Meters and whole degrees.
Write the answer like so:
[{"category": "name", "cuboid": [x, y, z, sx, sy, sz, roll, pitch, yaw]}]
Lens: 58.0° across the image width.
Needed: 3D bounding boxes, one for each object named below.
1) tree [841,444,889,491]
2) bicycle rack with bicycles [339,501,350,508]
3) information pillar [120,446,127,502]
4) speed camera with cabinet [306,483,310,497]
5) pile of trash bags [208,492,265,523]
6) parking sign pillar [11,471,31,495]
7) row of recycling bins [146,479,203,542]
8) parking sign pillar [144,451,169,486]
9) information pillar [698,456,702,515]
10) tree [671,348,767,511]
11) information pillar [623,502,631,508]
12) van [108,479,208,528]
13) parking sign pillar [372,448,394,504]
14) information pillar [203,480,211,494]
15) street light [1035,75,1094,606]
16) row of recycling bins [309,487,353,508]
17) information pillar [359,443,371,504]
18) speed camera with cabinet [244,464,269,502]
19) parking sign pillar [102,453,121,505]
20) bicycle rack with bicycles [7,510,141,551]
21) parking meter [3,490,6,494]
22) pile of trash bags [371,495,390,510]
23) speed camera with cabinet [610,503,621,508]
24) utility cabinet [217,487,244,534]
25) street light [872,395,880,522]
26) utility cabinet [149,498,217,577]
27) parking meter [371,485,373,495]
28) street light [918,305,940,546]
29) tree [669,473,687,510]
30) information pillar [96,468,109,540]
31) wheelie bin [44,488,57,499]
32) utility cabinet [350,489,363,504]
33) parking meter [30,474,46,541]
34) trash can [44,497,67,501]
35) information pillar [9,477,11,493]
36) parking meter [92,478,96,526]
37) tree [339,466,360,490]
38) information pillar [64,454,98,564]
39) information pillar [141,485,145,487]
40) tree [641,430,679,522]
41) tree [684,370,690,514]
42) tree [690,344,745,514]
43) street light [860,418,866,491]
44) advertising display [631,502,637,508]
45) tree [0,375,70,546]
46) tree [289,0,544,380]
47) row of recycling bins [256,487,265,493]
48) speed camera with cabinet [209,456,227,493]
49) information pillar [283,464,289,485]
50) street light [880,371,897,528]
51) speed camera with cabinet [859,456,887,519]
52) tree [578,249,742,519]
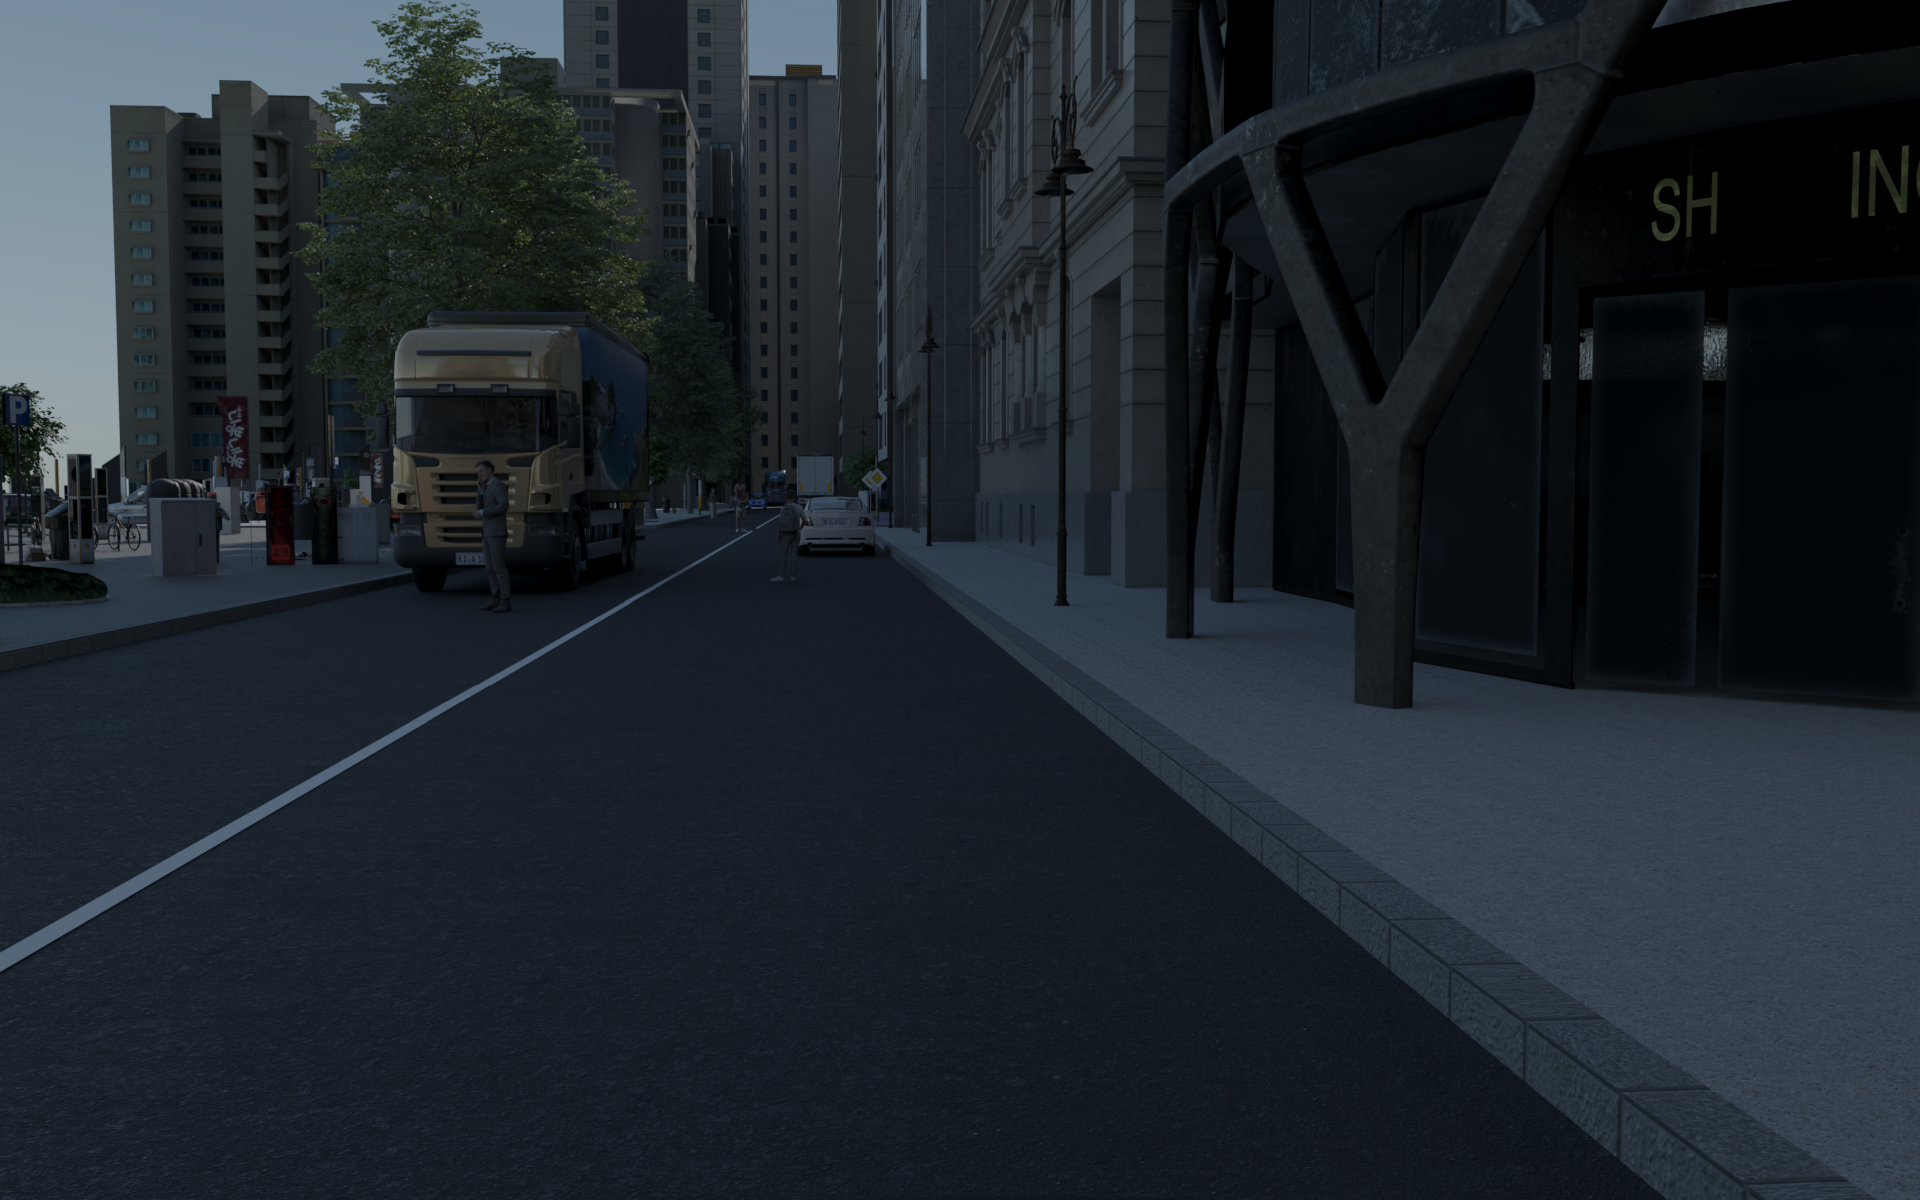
[{"category": "tree", "cuboid": [-6.176, -7.960, 113.859, 4.285, 4.588, 4.351, 0, 3, 0]}, {"category": "bicycle rack with bicycles", "cuboid": [-31.067, -4.372, 84.857, 2.852, 0.926, 2.925, -1, 4, -16]}, {"category": "information pillar", "cuboid": [-40.839, -5.703, 84.597, 0.504, 3.616, 0.183, 3, 5, 40]}, {"category": "speed camera with cabinet", "cuboid": [-50.249, -8.583, 134.661, 0.660, 3.252, 2.038, 0, 4, -1]}, {"category": "pile of trash bags", "cuboid": [-34.595, -4.522, 83.680, 3.447, 1.369, 1.912, -3, 4, -36]}, {"category": "parking sign pillar", "cuboid": [-71.211, -8.739, 131.358, 1.447, 3.967, 1.447, -1, 4, -21]}, {"category": "row of recycling bins", "cuboid": [-21.697, -2.502, 48.020, 1.069, 1.692, 3.534, -1, 4, -12]}, {"category": "parking sign pillar", "cuboid": [-49.862, -7.280, 107.503, 1.447, 3.967, 1.447, -1, 4, -8]}, {"category": "information pillar", "cuboid": [-15.895, -7.004, 105.877, 0.183, 3.616, 0.504, -1, 4, -19]}, {"category": "tree", "cuboid": [-19.448, -13.092, 131.059, 9.611, 12.733, 9.660, 0, 3, 0]}, {"category": "information pillar", "cuboid": [-14.727, -5.212, 76.575, 0.183, 3.616, 0.504, 2, 4, 23]}, {"category": "van", "cuboid": [-31.615, -3.716, 67.764, 4.112, 2.044, 2.013, 0, 4, -6]}, {"category": "parking sign pillar", "cuboid": [-32.306, -6.661, 97.382, 1.447, 3.967, 1.447, 0, 4, -3]}, {"category": "information pillar", "cuboid": [-39.685, -5.309, 91.292, 0.304, 2.012, 0.304, -3, 5, -44]}, {"category": "street light", "cuboid": [1.169, -2.871, 19.722, 0.468, 5.910, 1.993, 0, 4, -5]}, {"category": "row of recycling bins", "cuboid": [-36.853, -5.792, 101.814, 3.534, 1.692, 1.069, 2, 4, 29]}, {"category": "information pillar", "cuboid": [-27.233, -5.381, 79.340, 0.504, 3.616, 0.183, -1, 4, -14]}, {"category": "speed camera with cabinet", "cuboid": [-46.669, -7.367, 114.791, 0.660, 3.252, 2.038, 1, 4, 16]}, {"category": "parking sign pillar", "cuboid": [-53.845, -7.446, 110.218, 1.447, 3.967, 1.447, 0, 4, -3]}, {"category": "bicycle rack with bicycles", "cuboid": [-20.228, -1.581, 39.228, 2.852, 0.926, 2.925, -3, 5, -44]}, {"category": "parking meter", "cuboid": [-62.846, -6.442, 113.742, 0.372, 1.533, 0.369, 0, 3, 0]}, {"category": "pile of trash bags", "cuboid": [-30.384, -4.946, 90.623, 3.447, 1.369, 1.912, 3, 4, 36]}, {"category": "speed camera with cabinet", "cuboid": [-25.824, -8.307, 130.155, 0.660, 3.252, 2.038, 2, 4, 29]}, {"category": "utility cabinet", "cuboid": [-23.360, -2.854, 55.346, 0.318, 1.500, 1.173, -3, 5, -43]}, {"category": "street light", "cuboid": [-3.838, -6.594, 80.592, 0.468, 5.910, 1.993, 0, 4, -5]}, {"category": "utility cabinet", "cuboid": [-12.266, -0.992, 27.383, 0.306, 1.237, 1.020, 2, 4, 26]}, {"category": "parking meter", "cuboid": [-43.667, -7.524, 128.735, 0.399, 1.863, 0.255, 3, 5, 45]}, {"category": "street light", "cuboid": [-0.760, -4.261, 42.462, 0.468, 5.910, 1.993, 0, 4, -5]}, {"category": "tree", "cuboid": [-22.464, -11.703, 141.711, 4.360, 8.622, 3.978, 0, 3, 0]}, {"category": "information pillar", "cuboid": [-24.147, -2.706, 48.731, 0.304, 2.012, 0.304, -2, 4, -32]}, {"category": "wheelie bin", "cuboid": [-48.827, -5.194, 92.828, 0.693, 1.594, 0.980, 0, 4, 4]}, {"category": "utility cabinet", "cuboid": [-27.169, -4.242, 78.041, 0.318, 1.500, 1.173, 0, 4, -7]}, {"category": "parking meter", "cuboid": [-25.215, -2.547, 47.354, 0.255, 1.863, 0.399, -1, 4, -12]}, {"category": "trash can", "cuboid": [-39.455, -3.898, 75.386, 0.748, 1.137, 0.748, 0, 3, 0]}, {"category": "information pillar", "cuboid": [-74.056, -8.794, 135.139, 0.504, 3.616, 0.183, 2, 4, 33]}, {"category": "parking meter", "cuboid": [-30.910, -3.451, 62.128, 0.255, 1.863, 0.399, -1, 4, -9]}, {"category": "tree", "cuboid": [-40.986, -7.430, 116.085, 1.663, 3.219, 1.824, 0, 3, 0]}, {"category": "information pillar", "cuboid": [-16.107, -1.666, 31.729, 0.304, 2.012, 0.304, 2, 4, 27]}, {"category": "information pillar", "cuboid": [-65.493, -8.226, 138.981, 0.304, 2.012, 0.304, 2, 4, 33]}, {"category": "tree", "cuboid": [-14.585, -5.885, 79.941, 4.285, 4.588, 4.351, 0, 3, 0]}, {"category": "tree", "cuboid": [-12.467, -8.069, 50.050, 7.486, 12.596, 7.792, 0, 3, 0]}, {"category": "tree", "cuboid": [-18.165, -11.959, 113.650, 7.486, 12.596, 7.792, 0, 3, 0]}, {"category": "street light", "cuboid": [-5.762, -7.973, 103.141, 0.468, 5.910, 1.993, 0, 4, -5]}, {"category": "advertising display", "cuboid": [-18.987, -5.773, 99.607, 0.123, 1.923, 0.974, 2, 4, 34]}, {"category": "tree", "cuboid": [-23.977, -3.622, 42.929, 4.285, 4.588, 4.351, 0, 3, 0]}, {"category": "tree", "cuboid": [-11.805, -7.495, 40.666, 7.486, 12.596, 7.792, 0, 3, 0]}, {"category": "row of recycling bins", "cuboid": [-38.225, -5.410, 95.561, 1.069, 1.692, 3.534, -2, 4, -26]}, {"category": "speed camera with cabinet", "cuboid": [-38.071, -5.823, 89.545, 0.660, 3.252, 2.038, -3, 4, -36]}, {"category": "information pillar", "cuboid": [-52.688, -8.812, 135.432, 0.504, 3.616, 0.183, 2, 4, 31]}, {"category": "street light", "cuboid": [-2.618, -5.645, 65.076, 0.468, 5.910, 1.993, 0, 4, -5]}, {"category": "speed camera with cabinet", "cuboid": [-4.525, -5.864, 90.212, 0.660, 3.252, 2.038, 2, 4, 28]}, {"category": "tree", "cuboid": [-16.043, -11.147, 88.911, 9.857, 13.997, 8.962, 0, 3, 0]}]
